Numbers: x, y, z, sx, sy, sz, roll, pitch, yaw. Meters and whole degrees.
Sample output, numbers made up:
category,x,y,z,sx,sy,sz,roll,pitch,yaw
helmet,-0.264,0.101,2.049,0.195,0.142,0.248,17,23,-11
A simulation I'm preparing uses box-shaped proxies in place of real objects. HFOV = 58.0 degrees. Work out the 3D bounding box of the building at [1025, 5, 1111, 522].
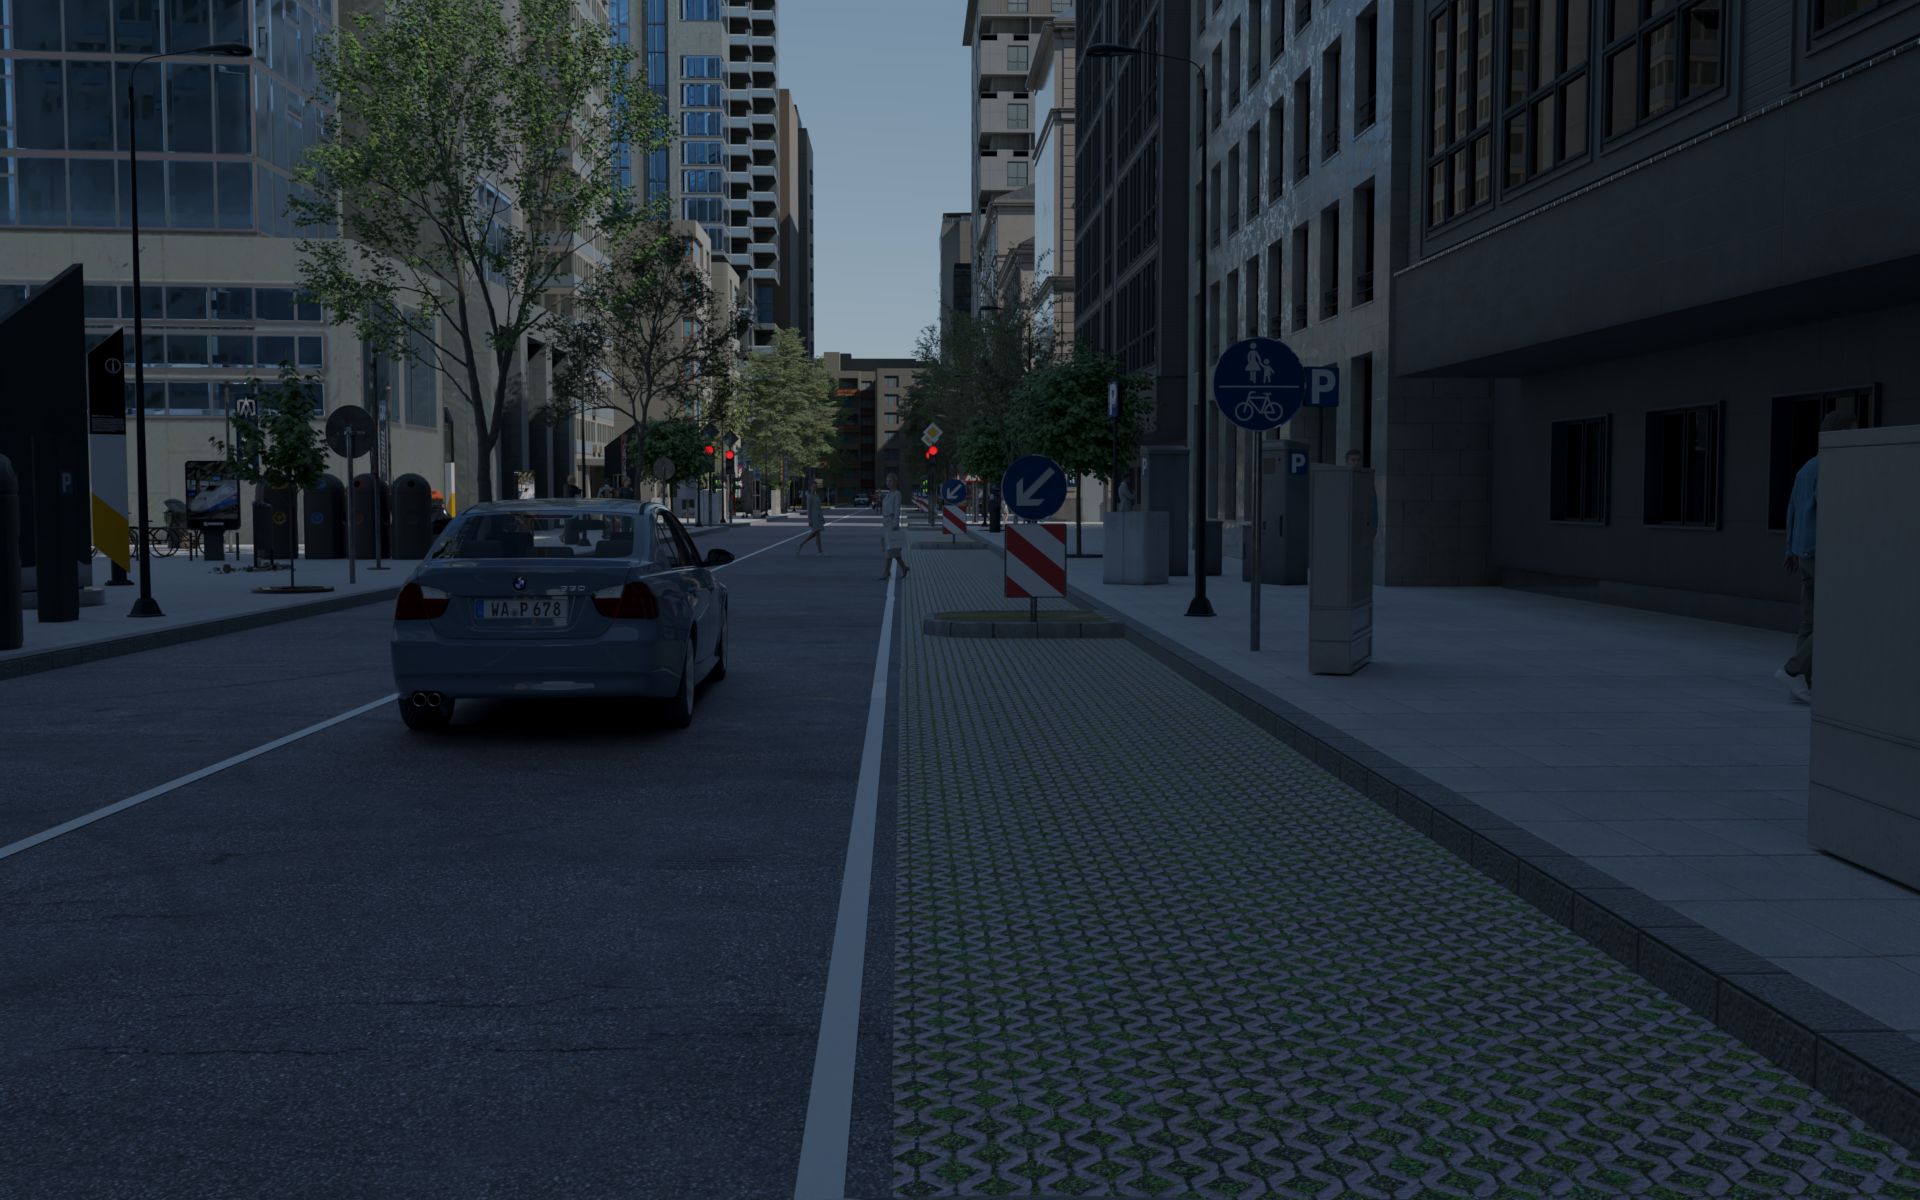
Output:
category,x,y,z,sx,sy,sz,roll,pitch,yaw
building,16.132,-17.574,84.595,25.104,27.353,12.463,0,4,-2

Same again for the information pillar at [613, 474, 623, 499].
category,x,y,z,sx,sy,sz,roll,pitch,yaw
information pillar,-12.672,-3.666,64.424,0.304,2.012,0.304,-3,5,-41

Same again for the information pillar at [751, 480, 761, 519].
category,x,y,z,sx,sy,sz,roll,pitch,yaw
information pillar,-12.036,-5.921,101.298,0.304,2.012,0.304,3,4,36

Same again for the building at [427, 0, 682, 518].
category,x,y,z,sx,sy,sz,roll,pitch,yaw
building,-31.172,-24.252,88.398,32.217,40.220,23.993,0,4,-2

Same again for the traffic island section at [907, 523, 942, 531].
category,x,y,z,sx,sy,sz,roll,pitch,yaw
traffic island section,-1.035,-2.793,67.947,2.009,0.180,2.903,0,4,-2

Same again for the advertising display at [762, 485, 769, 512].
category,x,y,z,sx,sy,sz,roll,pitch,yaw
advertising display,-14.143,-7.316,124.831,0.974,1.923,0.123,3,5,43

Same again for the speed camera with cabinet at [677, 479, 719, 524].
category,x,y,z,sx,sy,sz,roll,pitch,yaw
speed camera with cabinet,-11.501,-4.996,76.027,0.660,3.252,2.038,3,4,36

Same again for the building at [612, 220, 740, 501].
category,x,y,z,sx,sy,sz,roll,pitch,yaw
building,-30.928,-17.032,123.511,27.650,21.520,28.899,0,4,-2

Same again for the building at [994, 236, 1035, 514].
category,x,y,z,sx,sy,sz,roll,pitch,yaw
building,8.022,-15.371,115.946,10.561,19.102,19.286,0,4,-2

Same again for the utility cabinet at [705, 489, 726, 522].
category,x,y,z,sx,sy,sz,roll,pitch,yaw
utility cabinet,-11.241,-4.309,79.127,1.173,1.500,0.318,2,4,32

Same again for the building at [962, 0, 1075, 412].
category,x,y,z,sx,sy,sz,roll,pitch,yaw
building,15.033,-35.857,175.507,28.713,52.752,27.495,0,4,-2

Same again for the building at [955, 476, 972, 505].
category,x,y,z,sx,sy,sz,roll,pitch,yaw
building,9.872,-46.519,198.841,20.563,71.187,20.611,0,4,-2

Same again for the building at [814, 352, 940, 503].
category,x,y,z,sx,sy,sz,roll,pitch,yaw
building,-17.580,-24.877,251.777,28.899,21.520,27.650,0,4,-2

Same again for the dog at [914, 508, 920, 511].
category,x,y,z,sx,sy,sz,roll,pitch,yaw
dog,-3.474,-7.324,139.947,0.550,0.427,0.748,-3,5,-43

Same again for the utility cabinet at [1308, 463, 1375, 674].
category,x,y,z,sx,sy,sz,roll,pitch,yaw
utility cabinet,2.819,-0.246,12.700,0.318,1.500,1.173,1,4,21

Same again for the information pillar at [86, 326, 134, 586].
category,x,y,z,sx,sy,sz,roll,pitch,yaw
information pillar,-11.863,-2.006,24.150,0.504,3.616,0.183,-3,5,-41

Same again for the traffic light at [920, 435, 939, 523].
category,x,y,z,sx,sy,sz,roll,pitch,yaw
traffic light,-1.338,-5.315,75.813,0.839,4.253,0.868,0,4,-2

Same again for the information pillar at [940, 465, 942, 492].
category,x,y,z,sx,sy,sz,roll,pitch,yaw
information pillar,-1.554,-9.077,139.768,0.183,3.616,0.504,0,4,4

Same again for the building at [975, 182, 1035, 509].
category,x,y,z,sx,sy,sz,roll,pitch,yaw
building,7.943,-20.873,138.543,12.463,27.353,25.104,0,4,-2

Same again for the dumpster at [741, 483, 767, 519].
category,x,y,z,sx,sy,sz,roll,pitch,yaw
dumpster,-10.875,-5.226,91.204,1.264,1.857,1.865,0,4,-2

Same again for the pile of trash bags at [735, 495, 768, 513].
category,x,y,z,sx,sy,sz,roll,pitch,yaw
pile of trash bags,-14.966,-6.812,121.122,3.447,1.369,1.912,-3,4,-39

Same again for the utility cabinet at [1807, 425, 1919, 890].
category,x,y,z,sx,sy,sz,roll,pitch,yaw
utility cabinet,3.212,0.186,5.631,0.318,1.500,1.173,0,4,1

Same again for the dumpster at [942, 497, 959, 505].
category,x,y,z,sx,sy,sz,roll,pitch,yaw
dumpster,-0.426,-6.715,112.279,1.502,2.255,1.985,0,4,-2

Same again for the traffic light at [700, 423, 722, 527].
category,x,y,z,sx,sy,sz,roll,pitch,yaw
traffic light,-9.731,-4.808,67.533,0.839,4.253,0.868,0,4,-2

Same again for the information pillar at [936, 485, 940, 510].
category,x,y,z,sx,sy,sz,roll,pitch,yaw
information pillar,-1.764,-8.338,140.810,0.304,2.012,0.304,0,4,-7

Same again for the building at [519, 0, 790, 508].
category,x,y,z,sx,sy,sz,roll,pitch,yaw
building,-27.231,-52.071,164.025,22.319,86.520,31.000,0,4,-2

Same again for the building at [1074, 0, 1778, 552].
category,x,y,z,sx,sy,sz,roll,pitch,yaw
building,11.488,-15.817,52.117,14.314,27.812,24.014,0,4,-2

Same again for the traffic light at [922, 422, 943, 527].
category,x,y,z,sx,sy,sz,roll,pitch,yaw
traffic light,-1.075,-4.826,67.832,0.839,4.253,0.868,0,4,-2

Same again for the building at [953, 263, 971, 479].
category,x,y,z,sx,sy,sz,roll,pitch,yaw
building,6.048,-27.253,217.294,14.160,30.474,14.107,0,4,-2

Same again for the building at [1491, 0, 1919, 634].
category,x,y,z,sx,sy,sz,roll,pitch,yaw
building,13.110,-13.309,11.116,14.314,27.812,24.014,0,4,-2

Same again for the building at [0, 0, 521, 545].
category,x,y,z,sx,sy,sz,roll,pitch,yaw
building,-29.692,-45.177,51.320,31.000,86.520,22.319,0,4,-2

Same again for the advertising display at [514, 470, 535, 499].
category,x,y,z,sx,sy,sz,roll,pitch,yaw
advertising display,-11.984,-2.600,47.725,0.123,1.923,0.974,1,4,14

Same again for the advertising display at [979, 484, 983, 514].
category,x,y,z,sx,sy,sz,roll,pitch,yaw
advertising display,1.241,-6.381,109.535,0.974,1.923,0.123,2,4,31

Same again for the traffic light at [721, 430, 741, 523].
category,x,y,z,sx,sy,sz,roll,pitch,yaw
traffic light,-9.994,-5.296,75.514,0.839,4.253,0.868,0,4,-2

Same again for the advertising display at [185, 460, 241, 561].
category,x,y,z,sx,sy,sz,roll,pitch,yaw
advertising display,-14.343,-1.716,33.276,0.974,1.923,0.123,-1,4,-10

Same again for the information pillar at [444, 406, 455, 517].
category,x,y,z,sx,sy,sz,roll,pitch,yaw
information pillar,-13.574,-3.346,46.065,0.183,3.616,0.504,-2,4,-35

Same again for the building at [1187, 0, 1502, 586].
category,x,y,z,sx,sy,sz,roll,pitch,yaw
building,10.795,-10.836,31.912,10.420,20.320,16.860,0,4,-2

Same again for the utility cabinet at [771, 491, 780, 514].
category,x,y,z,sx,sy,sz,roll,pitch,yaw
utility cabinet,-11.439,-6.055,107.681,0.318,1.500,1.173,0,4,7

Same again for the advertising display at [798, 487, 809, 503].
category,x,y,z,sx,sy,sz,roll,pitch,yaw
advertising display,-13.611,-8.907,150.839,0.974,1.923,0.123,1,4,14

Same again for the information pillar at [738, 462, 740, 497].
category,x,y,z,sx,sy,sz,roll,pitch,yaw
information pillar,-16.091,-8.247,126.186,0.183,3.616,0.504,-1,4,-13

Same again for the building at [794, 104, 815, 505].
category,x,y,z,sx,sy,sz,roll,pitch,yaw
building,-28.961,-36.005,212.385,21.600,48.544,21.300,0,4,-2

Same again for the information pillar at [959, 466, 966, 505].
category,x,y,z,sx,sy,sz,roll,pitch,yaw
information pillar,0.163,-6.627,99.700,0.504,3.616,0.183,-3,5,-43

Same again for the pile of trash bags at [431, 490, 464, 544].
category,x,y,z,sx,sy,sz,roll,pitch,yaw
pile of trash bags,-10.915,-1.706,37.645,1.912,1.369,3.447,-3,5,-41

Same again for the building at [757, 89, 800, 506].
category,x,y,z,sx,sy,sz,roll,pitch,yaw
building,-24.858,-32.894,187.930,14.600,45.320,14.200,0,4,-2
